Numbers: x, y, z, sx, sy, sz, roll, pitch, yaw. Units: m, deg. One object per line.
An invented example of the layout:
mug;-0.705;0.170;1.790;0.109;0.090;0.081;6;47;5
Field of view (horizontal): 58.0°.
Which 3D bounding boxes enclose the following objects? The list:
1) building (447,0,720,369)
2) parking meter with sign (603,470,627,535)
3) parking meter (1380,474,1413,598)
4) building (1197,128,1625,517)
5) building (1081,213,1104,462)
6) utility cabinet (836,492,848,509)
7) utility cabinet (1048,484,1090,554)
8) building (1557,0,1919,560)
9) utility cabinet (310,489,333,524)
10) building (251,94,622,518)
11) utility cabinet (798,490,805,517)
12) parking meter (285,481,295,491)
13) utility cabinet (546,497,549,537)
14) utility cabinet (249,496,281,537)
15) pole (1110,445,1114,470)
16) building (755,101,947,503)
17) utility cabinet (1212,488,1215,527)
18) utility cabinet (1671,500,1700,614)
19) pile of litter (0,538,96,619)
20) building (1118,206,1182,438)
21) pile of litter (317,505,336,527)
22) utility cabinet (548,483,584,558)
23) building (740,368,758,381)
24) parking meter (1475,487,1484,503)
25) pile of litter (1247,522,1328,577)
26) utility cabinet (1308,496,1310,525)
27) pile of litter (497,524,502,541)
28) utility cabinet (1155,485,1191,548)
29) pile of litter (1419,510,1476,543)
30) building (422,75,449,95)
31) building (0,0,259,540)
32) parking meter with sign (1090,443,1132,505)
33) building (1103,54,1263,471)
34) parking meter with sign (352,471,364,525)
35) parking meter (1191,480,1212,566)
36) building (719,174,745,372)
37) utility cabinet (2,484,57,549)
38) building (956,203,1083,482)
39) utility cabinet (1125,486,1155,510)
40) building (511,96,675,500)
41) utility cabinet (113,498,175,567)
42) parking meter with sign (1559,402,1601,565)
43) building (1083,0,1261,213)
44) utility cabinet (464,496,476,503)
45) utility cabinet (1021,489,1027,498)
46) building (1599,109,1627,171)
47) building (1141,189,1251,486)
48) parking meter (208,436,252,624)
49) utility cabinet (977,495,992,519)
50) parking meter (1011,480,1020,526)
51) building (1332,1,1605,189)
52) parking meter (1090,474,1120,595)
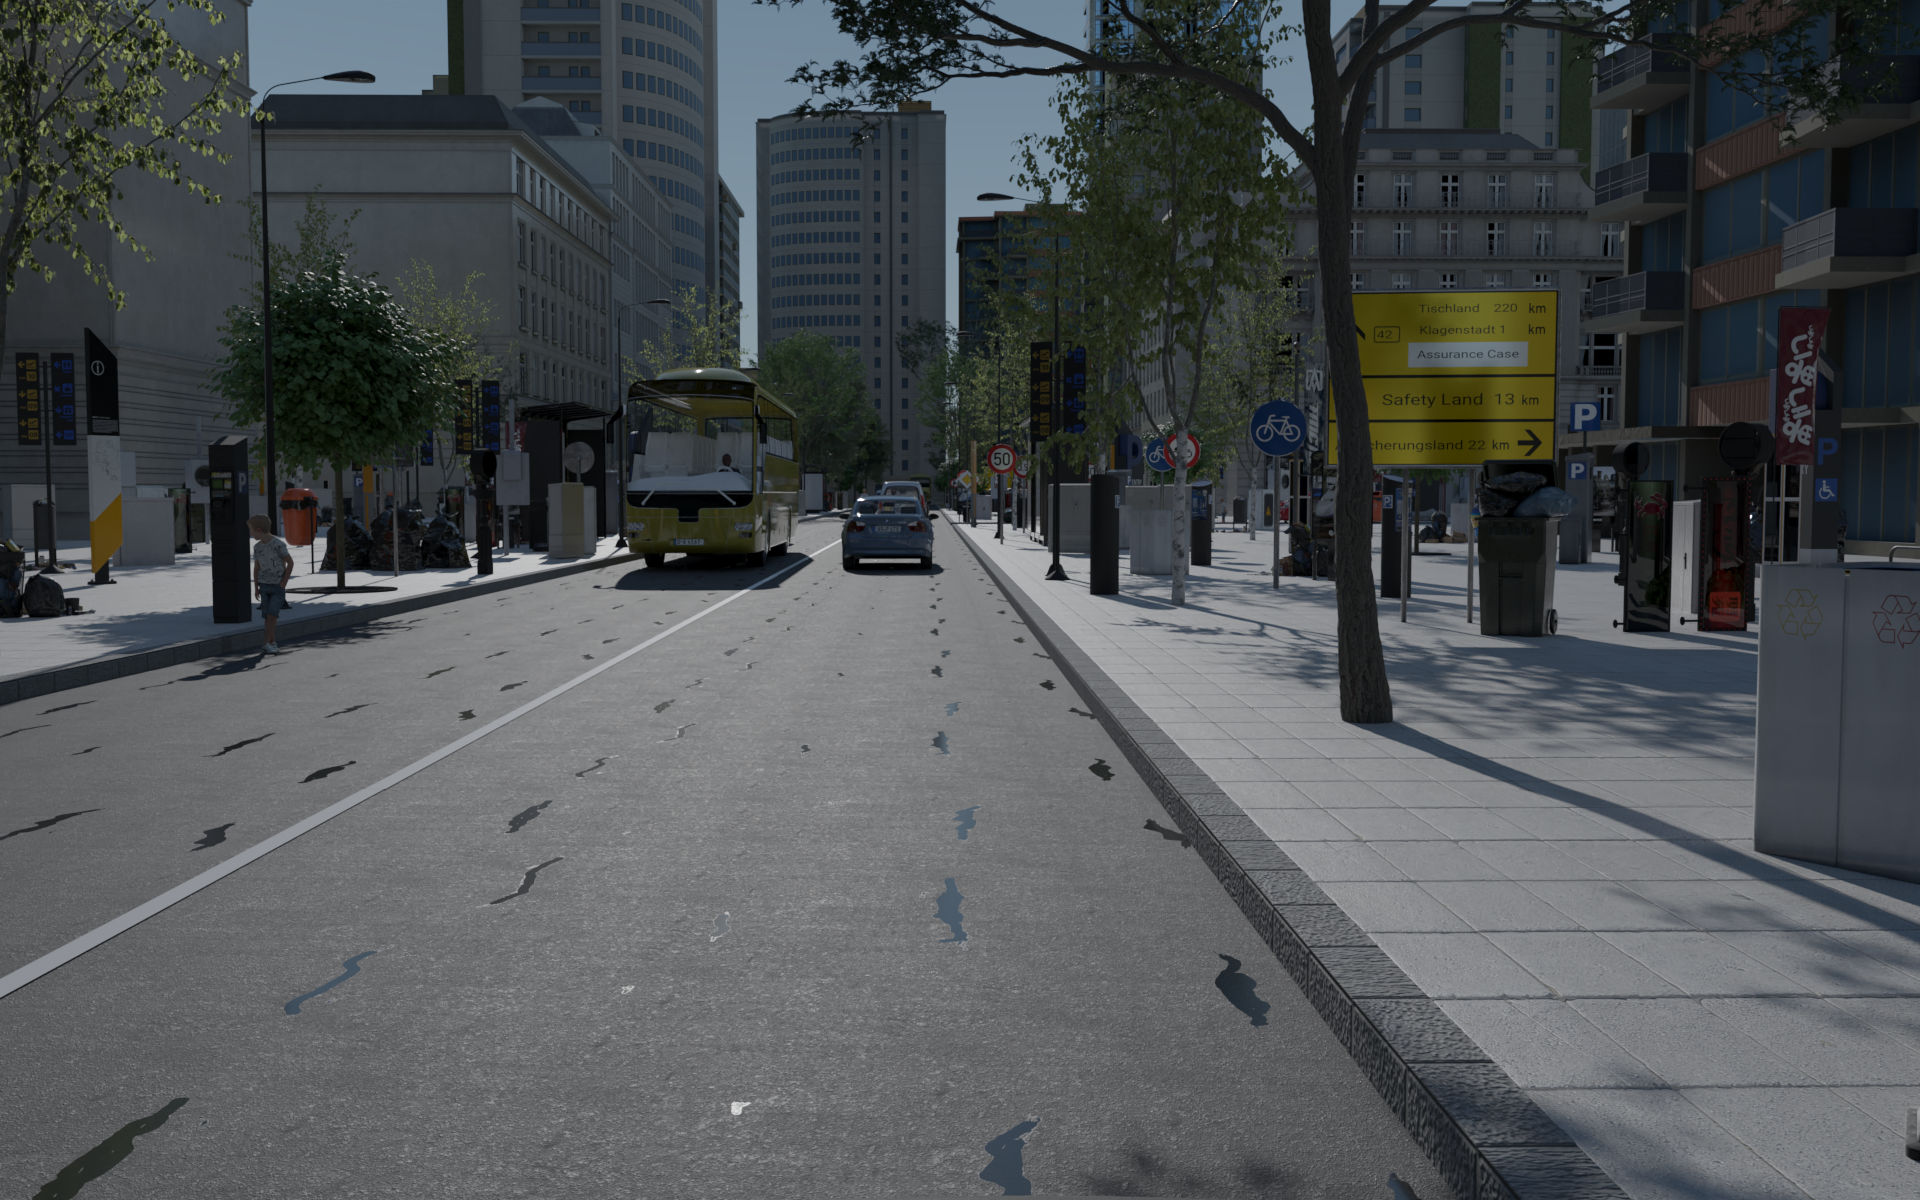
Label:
building;-35.526;-38.273;167.755;21.231;58.520;28.212;0;4;-1
parking meter with sign;-11.193;-3.589;54.937;1.738;3.016;0.543;-1;4;-9
parking meter;5.418;-0.800;21.493;0.372;1.533;0.369;0;3;0
building;26.676;-15.841;100.797;24.055;21.916;13.314;0;4;-1
building;19.315;-24.938;179.440;14.160;30.474;14.107;0;4;-1
utility cabinet;-10.257;-8.643;149.999;0.318;1.500;1.173;3;5;43
utility cabinet;2.460;-1.733;37.017;1.173;1.500;0.318;2;4;32
building;28.254;-23.626;40.909;22.147;44.769;28.867;0;4;-1
utility cabinet;-26.851;-3.891;72.302;1.173;1.500;0.318;-2;4;-33
building;-31.644;-16.787;107.751;16.112;22.955;30.059;0;4;-1
utility cabinet;-9.115;-5.418;97.268;0.318;1.500;1.173;2;4;28
parking meter;-30.638;-4.500;79.279;0.399;1.863;0.255;0;4;-8
utility cabinet;-9.501;-1.885;41.980;1.020;1.237;0.306;1;4;15
utility cabinet;-21.111;-2.524;52.426;1.020;1.237;0.306;-1;4;-18
pole;6.337;-4.780;71.997;0.158;3.312;0.155;0;3;0
building;-16.244;-44.049;262.193;28.212;58.520;21.231;0;4;-1
utility cabinet;9.132;-3.513;66.119;1.173;1.500;0.318;2;4;29
utility cabinet;8.069;-0.481;19.028;0.306;1.237;1.020;1;4;11
pile of litter;-10.074;-0.257;18.162;1.719;0.858;1.176;-1;4;-13
building;22.011;-18.811;140.845;16.112;22.955;30.059;0;4;-1
pile of litter;-24.677;-3.290;67.764;1.719;0.858;1.176;-1;4;-17
utility cabinet;-7.885;-1.588;34.649;0.318;1.500;1.173;0;4;8
building;-45.215;-25.711;265.420;28.899;21.520;27.650;0;4;-1
parking meter;19.296;-3.424;64.391;0.372;1.533;0.369;0;3;0
pile of litter;5.427;-0.816;27.300;1.719;0.858;1.176;3;4;38
utility cabinet;14.347;-3.511;68.571;1.020;1.237;0.306;0;4;8
pile of litter;-12.704;-2.102;48.325;1.176;0.858;1.719;0;4;3
utility cabinet;5.274;-1.968;40.852;1.173;1.500;0.318;1;4;11
pile of litter;12.788;-1.929;45.510;1.719;0.858;1.176;0;4;-7
building;-60.551;-35.555;205.033;21.600;48.544;21.300;0;4;-1
building;-33.105;-13.201;52.001;21.152;22.565;11.583;0;4;-1
parking meter with sign;4.969;-3.535;54.054;1.738;3.016;0.543;2;4;27
building;20.557;-29.448;165.063;14.154;41.232;14.086;0;4;-1
parking meter with sign;-21.521;-4.018;61.950;0.543;3.016;1.738;-1;4;-21
parking meter;4.339;-1.390;31.132;0.372;1.533;0.369;0;3;0
building;-37.651;-31.081;200.057;23.993;40.220;32.217;0;4;-1
utility cabinet;-21.408;-1.905;39.833;0.318;1.500;1.173;1;4;21
building;12.283;-37.243;263.550;28.867;44.769;22.147;0;4;-1
utility cabinet;5.133;-2.369;47.411;1.173;1.500;0.318;0;4;-2
building;-30.349;-22.016;137.449;11.434;29.767;29.804;0;4;-1
utility cabinet;-14.657;-1.218;31.077;0.306;1.237;1.020;3;4;36
parking meter with sign;11.487;-2.197;32.184;0.543;3.016;1.738;2;4;27
building;22.934;-54.303;200.523;22.319;86.520;31.000;0;4;-1
utility cabinet;-19.628;-3.581;69.711;1.020;1.237;0.306;1;4;14
utility cabinet;3.395;-4.358;79.930;1.173;1.500;0.318;-2;4;-33
building;48.825;-17.239;99.883;19.932;24.808;12.078;0;4;-1
building;18.550;-16.067;117.439;10.420;20.320;16.860;0;4;-1
parking meter;-7.262;-0.705;17.234;0.255;1.863;0.399;0;4;1
utility cabinet;1.089;-4.683;87.723;1.020;1.237;0.306;1;4;20
parking meter;2.231;-3.912;69.670;0.255;1.863;0.399;-1;4;-13
building;59.308;-40.681;207.136;28.212;58.520;21.231;0;4;-1
parking meter;1.849;-0.840;22.140;0.372;1.533;0.369;0;3;0
